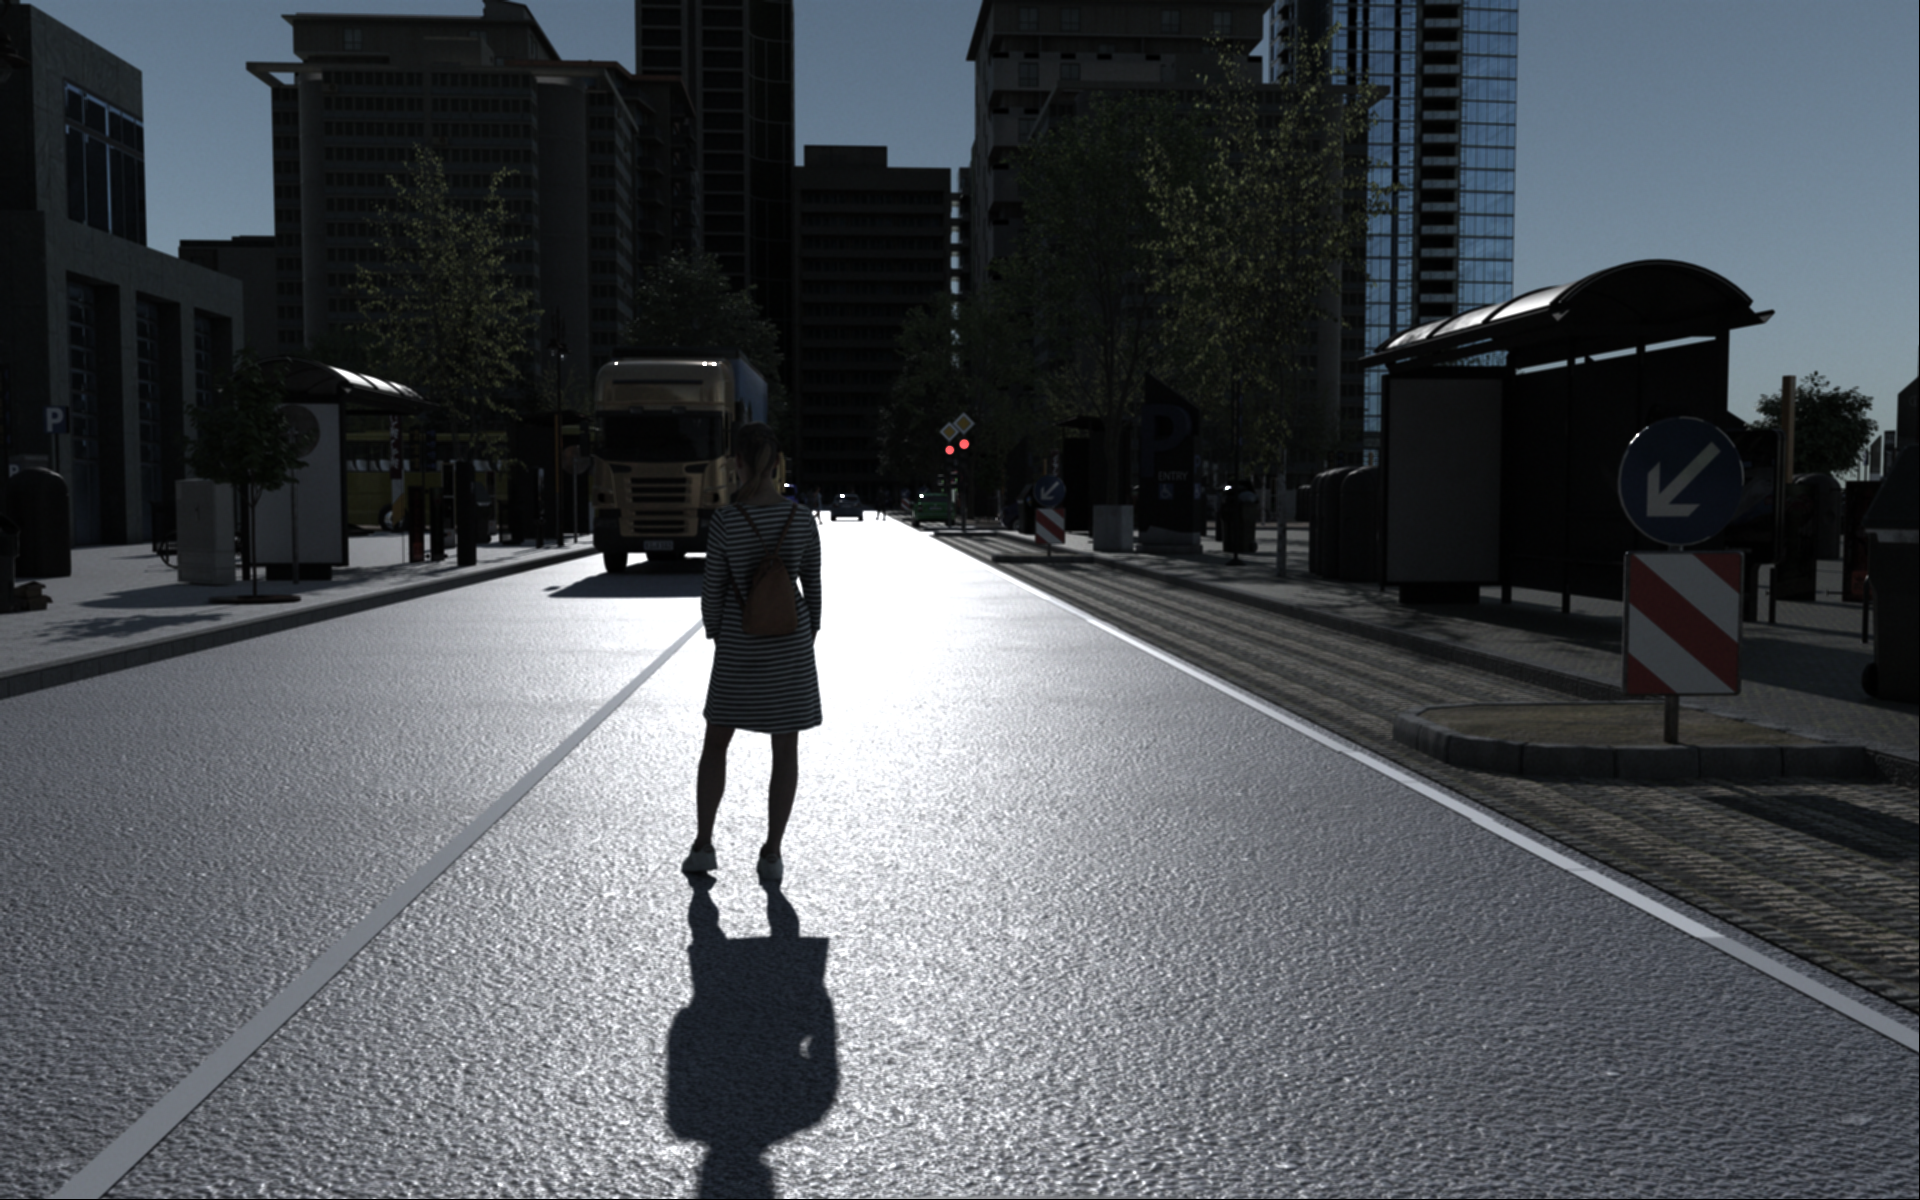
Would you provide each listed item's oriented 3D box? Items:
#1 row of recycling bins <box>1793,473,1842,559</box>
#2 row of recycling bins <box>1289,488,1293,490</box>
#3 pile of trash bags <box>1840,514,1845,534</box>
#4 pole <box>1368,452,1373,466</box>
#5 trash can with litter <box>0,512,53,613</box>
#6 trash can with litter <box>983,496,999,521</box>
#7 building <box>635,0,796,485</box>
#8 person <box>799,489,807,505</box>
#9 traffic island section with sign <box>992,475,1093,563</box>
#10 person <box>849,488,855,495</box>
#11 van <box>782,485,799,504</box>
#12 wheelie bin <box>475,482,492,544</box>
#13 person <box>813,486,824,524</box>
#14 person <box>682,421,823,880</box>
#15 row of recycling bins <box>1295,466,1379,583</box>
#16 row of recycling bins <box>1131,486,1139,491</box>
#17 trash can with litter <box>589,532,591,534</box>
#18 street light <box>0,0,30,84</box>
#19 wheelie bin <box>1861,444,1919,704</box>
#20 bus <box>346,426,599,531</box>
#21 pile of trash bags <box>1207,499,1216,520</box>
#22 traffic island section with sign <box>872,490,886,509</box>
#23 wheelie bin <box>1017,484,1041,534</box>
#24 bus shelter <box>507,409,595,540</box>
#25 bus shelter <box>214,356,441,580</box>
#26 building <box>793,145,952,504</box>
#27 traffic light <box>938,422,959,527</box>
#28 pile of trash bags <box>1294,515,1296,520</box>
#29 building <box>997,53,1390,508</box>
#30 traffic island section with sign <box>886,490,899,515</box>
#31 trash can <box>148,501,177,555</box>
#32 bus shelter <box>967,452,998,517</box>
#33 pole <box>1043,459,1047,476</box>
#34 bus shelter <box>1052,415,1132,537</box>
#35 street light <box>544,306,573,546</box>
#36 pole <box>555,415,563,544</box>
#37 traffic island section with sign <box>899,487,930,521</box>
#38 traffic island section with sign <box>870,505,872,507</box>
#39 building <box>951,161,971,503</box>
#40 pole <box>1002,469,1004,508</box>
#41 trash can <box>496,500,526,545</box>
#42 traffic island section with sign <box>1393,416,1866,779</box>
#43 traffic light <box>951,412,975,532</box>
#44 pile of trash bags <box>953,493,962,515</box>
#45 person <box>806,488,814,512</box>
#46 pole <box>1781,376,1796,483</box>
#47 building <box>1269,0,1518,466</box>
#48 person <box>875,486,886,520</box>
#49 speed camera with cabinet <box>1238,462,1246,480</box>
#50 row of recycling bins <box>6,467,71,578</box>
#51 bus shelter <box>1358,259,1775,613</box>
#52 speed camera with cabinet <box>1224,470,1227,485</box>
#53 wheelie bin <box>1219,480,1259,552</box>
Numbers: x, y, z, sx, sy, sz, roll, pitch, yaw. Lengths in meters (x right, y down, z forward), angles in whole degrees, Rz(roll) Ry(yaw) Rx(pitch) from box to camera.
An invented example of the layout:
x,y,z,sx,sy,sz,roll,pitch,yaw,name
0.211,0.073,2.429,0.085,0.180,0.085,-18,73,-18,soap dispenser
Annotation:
x,y,z,sx,sy,sz,roll,pitch,yaw,name
17.177,-1.748,35.690,1.069,1.692,3.534,0,4,7,row of recycling bins
16.266,-4.440,79.707,1.069,1.692,3.534,0,4,-5,row of recycling bins
28.905,-2.790,55.369,3.447,1.369,1.912,1,4,14,pile of trash bags
19.986,-5.538,84.383,0.158,3.312,0.155,0,3,0,pole
-10.454,-0.457,18.857,0.624,1.170,1.055,0,4,7,trash can with litter
1.996,-4.498,84.599,2.233,1.210,1.678,0,4,-6,trash can with litter
-33.374,-49.050,240.218,20.611,71.187,20.563,0,4,-4,building
-13.327,-8.475,147.044,1.348,1.826,0.705,3,4,36,person
1.693,-1.705,36.507,1.989,1.847,2.006,0,4,-4,traffic island section with sign
-7.330,-6.734,118.560,0.622,1.834,0.822,2,4,27,person
-11.337,-6.483,110.386,2.240,2.365,5.245,0,4,-3,van
-12.641,-2.267,44.968,0.693,1.594,0.980,2,4,25,wheelie bin
-6.816,-4.511,82.347,0.778,1.811,0.616,2,4,26,person
-0.751,0.185,6.478,0.512,1.701,0.522,-2,4,-23,person
6.024,-1.199,26.711,1.069,1.692,3.534,0,4,2,row of recycling bins
8.856,-5.107,90.612,1.069,1.692,3.534,-1,4,-15,row of recycling bins
-11.837,-2.758,56.144,1.678,1.210,2.233,1,4,21,trash can with litter
-7.805,-2.493,13.541,0.468,5.910,1.993,0,4,-4,street light
6.047,-0.171,10.697,0.693,1.594,0.980,-1,4,-21,wheelie bin
-17.268,-4.338,62.468,12.252,3.916,2.896,0,4,-5,bus
10.805,-4.611,85.148,3.447,1.369,1.912,-1,4,-10,pile of trash bags
-7.319,-9.846,169.616,1.989,1.847,2.006,0,4,-4,traffic island section with sign
2.262,-2.975,56.549,0.693,1.594,0.980,-1,4,-19,wheelie bin
-11.923,-3.662,51.153,1.731,3.624,6.357,0,4,-4,bus shelter
-10.088,-2.096,28.187,2.014,3.302,5.546,0,4,-4,bus shelter
-12.422,-37.931,243.877,21.600,48.544,21.300,0,4,-4,building
-0.433,-4.789,67.225,0.839,4.253,0.868,0,4,-4,traffic light
18.365,-4.691,86.442,3.447,1.369,1.912,2,4,34,pile of trash bags
19.592,-28.458,157.176,32.217,40.220,23.993,0,4,-4,building
-3.877,-6.737,118.778,1.989,1.847,2.006,0,4,-4,traffic island section with sign
-16.787,-1.531,36.693,0.748,1.137,0.748,0,3,0,trash can
1.095,-6.568,98.669,1.731,3.624,6.357,0,4,-4,bus shelter
4.850,-6.449,99.290,0.158,3.312,0.155,0,3,0,pole
4.115,-3.862,54.423,1.731,3.624,6.357,0,4,-4,bus shelter
-9.859,-4.273,42.646,0.468,5.910,1.993,0,4,-4,street light
-10.303,-3.099,44.512,0.158,3.312,0.155,0,3,0,pole
-2.053,-5.092,91.884,1.989,1.847,2.006,0,4,-4,traffic island section with sign
-9.156,-11.491,196.509,1.989,1.847,2.006,0,4,-4,traffic island section with sign
13.505,-38.350,246.630,30.456,49.044,23.786,0,4,-4,building
3.512,-9.066,142.067,0.158,3.312,0.155,0,3,0,pole
-11.295,-1.954,43.594,0.748,1.137,0.748,0,3,0,trash can
3.525,-0.060,9.614,1.989,1.847,2.006,0,4,-4,traffic island section with sign
0.107,-4.302,59.258,0.839,4.253,0.868,0,4,-4,traffic light
0.346,-6.012,108.053,1.912,1.369,3.447,1,4,10,pile of trash bags
-10.439,-6.844,120.197,0.655,1.846,0.447,-1,4,-12,person
14.290,-2.208,29.946,0.158,3.312,0.155,0,3,0,pole
50.444,-54.370,201.613,31.000,86.520,22.319,0,4,-4,building
-4.359,-5.302,94.966,0.659,1.850,0.755,-3,4,-39,person
17.952,-6.857,106.449,2.038,3.252,0.660,3,4,39,speed camera with cabinet
-15.265,-1.150,25.908,3.534,1.692,1.069,-3,5,-41,row of recycling bins
5.858,-1.456,17.733,2.014,3.302,5.546,0,4,-4,bus shelter
20.887,-8.439,132.314,2.038,3.252,0.660,2,4,31,speed camera with cabinet
6.171,-1.854,38.219,0.980,1.594,0.693,3,5,44,wheelie bin
